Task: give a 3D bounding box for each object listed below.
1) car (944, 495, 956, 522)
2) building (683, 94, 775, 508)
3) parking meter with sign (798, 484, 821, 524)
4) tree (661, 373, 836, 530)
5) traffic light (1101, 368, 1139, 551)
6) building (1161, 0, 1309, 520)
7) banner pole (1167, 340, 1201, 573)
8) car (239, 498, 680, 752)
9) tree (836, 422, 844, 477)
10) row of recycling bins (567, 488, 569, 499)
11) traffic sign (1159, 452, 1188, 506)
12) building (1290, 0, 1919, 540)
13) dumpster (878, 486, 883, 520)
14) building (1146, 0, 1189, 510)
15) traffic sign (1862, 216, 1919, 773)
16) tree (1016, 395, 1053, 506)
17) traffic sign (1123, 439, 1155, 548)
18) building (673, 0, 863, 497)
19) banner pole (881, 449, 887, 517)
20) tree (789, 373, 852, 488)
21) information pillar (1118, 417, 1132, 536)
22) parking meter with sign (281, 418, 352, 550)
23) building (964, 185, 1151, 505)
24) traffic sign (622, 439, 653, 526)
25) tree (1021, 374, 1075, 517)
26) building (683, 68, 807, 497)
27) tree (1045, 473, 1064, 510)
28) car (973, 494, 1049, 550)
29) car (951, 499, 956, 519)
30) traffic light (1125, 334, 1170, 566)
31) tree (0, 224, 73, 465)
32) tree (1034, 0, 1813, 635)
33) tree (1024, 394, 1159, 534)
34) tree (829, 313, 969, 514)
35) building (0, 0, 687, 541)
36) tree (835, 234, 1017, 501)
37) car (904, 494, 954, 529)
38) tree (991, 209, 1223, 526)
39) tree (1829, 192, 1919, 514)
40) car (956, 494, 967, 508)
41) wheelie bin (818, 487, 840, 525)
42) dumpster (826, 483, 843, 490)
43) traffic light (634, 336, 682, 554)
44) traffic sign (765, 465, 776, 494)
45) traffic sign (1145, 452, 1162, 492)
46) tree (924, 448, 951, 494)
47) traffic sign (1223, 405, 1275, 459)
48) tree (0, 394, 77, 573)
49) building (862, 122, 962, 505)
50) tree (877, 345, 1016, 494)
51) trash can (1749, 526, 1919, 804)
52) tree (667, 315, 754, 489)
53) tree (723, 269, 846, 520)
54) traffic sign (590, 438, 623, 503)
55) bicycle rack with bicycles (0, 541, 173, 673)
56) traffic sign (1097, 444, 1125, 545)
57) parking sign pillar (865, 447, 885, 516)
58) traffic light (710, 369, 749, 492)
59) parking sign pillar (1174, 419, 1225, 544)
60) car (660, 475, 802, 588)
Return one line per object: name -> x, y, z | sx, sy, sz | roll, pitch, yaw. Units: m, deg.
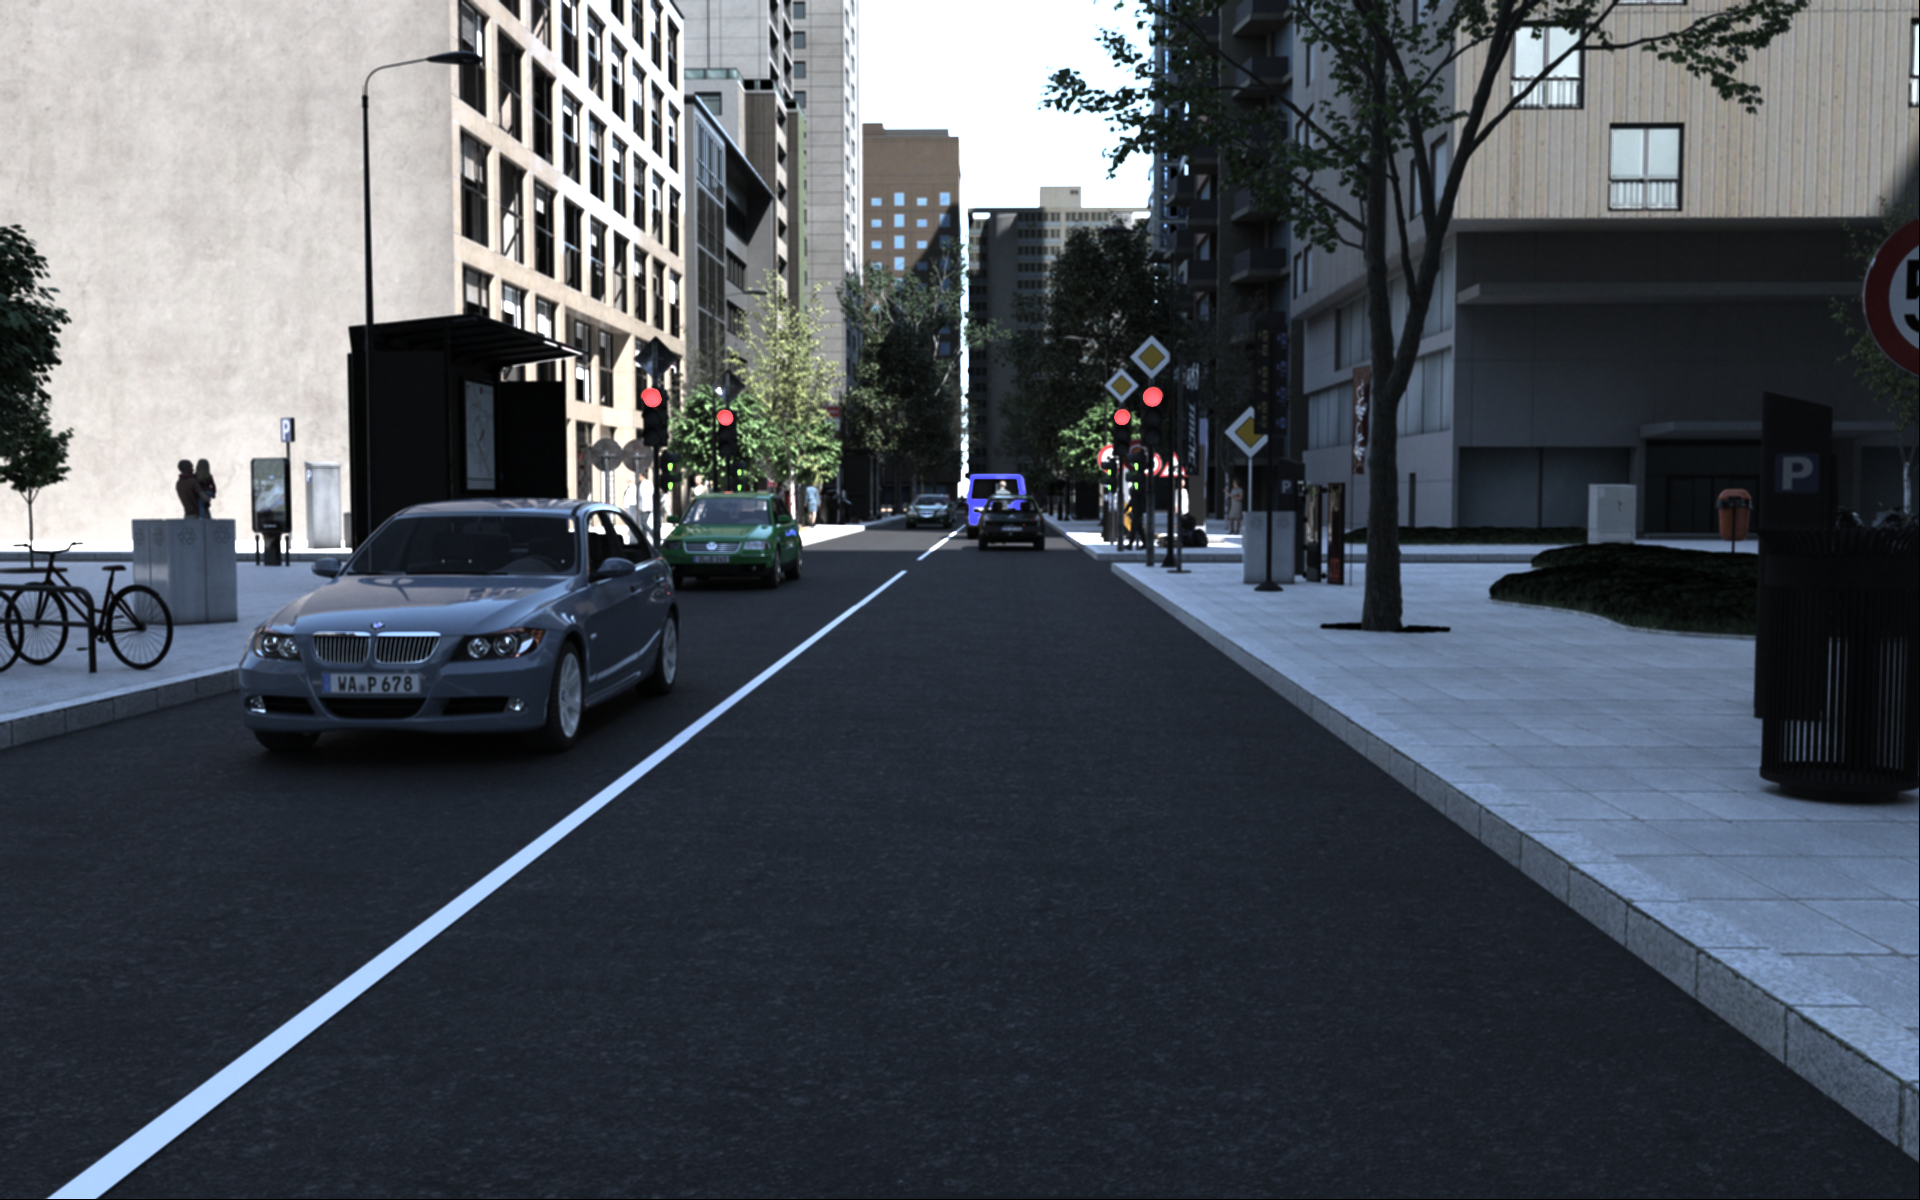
car -> -1.181, -4.559, 86.548 | 2.014, 1.417, 4.499 | 0, 4, 3
building -> -19.272, -16.970, 96.533 | 14.314, 24.678, 30.058 | 0, 4, 2
parking meter with sign -> -6.566, -4.781, 74.438 | 1.738, 3.016, 0.543 | -3, 5, -43
tree -> -6.399, -3.868, 46.962 | 4.285, 4.588, 4.351 | 0, 3, 0
traffic light -> 3.573, -3.041, 38.635 | 0.839, 4.253, 0.868 | 0, 4, 2
building -> 22.611, -26.813, 93.015 | 22.147, 44.769, 28.867 | 0, 4, 2
banner pole -> 3.726, -2.348, 28.409 | 0.401, 3.779, 0.863 | 3, 4, 38
car -> -2.981, 0.050, 11.191 | 2.014, 1.417, 4.499 | 0, 4, 2
tree -> -5.707, -4.846, 62.951 | 4.285, 4.588, 4.351 | 0, 3, 0
row of recycling bins -> -10.730, -1.983, 39.528 | 3.534, 1.692, 1.069 | -1, 4, -13
traffic sign -> 6.576, -3.262, 53.335 | 0.884, 2.594, 0.081 | 0, 4, 2
building -> 26.515, -28.694, 58.383 | 27.495, 52.752, 28.713 | 0, 4, 2
dumpster -> -4.569, -4.961, 86.871 | 1.264, 1.857, 1.865 | 0, 4, 2
building -> 26.509, -52.026, 163.303 | 22.319, 86.520, 31.000 | 0, 4, 2
traffic sign -> 4.451, -0.475, 7.876 | 0.768, 2.556, 0.104 | 0, 4, 3
tree -> 9.040, -17.094, 189.860 | 12.009, 13.543, 11.850 | 0, 3, 0
traffic sign -> 4.134, -2.456, 40.257 | 0.768, 2.556, 0.104 | 1, 4, 10
building -> -20.558, -44.789, 170.554 | 20.611, 71.187, 20.563 | 0, 4, 2
banner pole -> -4.206, -6.523, 96.669 | 0.401, 3.779, 0.863 | -2, 4, -27
tree -> -8.411, -9.212, 100.975 | 4.360, 8.622, 3.978 | 0, 3, 0
information pillar -> 5.023, -3.754, 52.735 | 0.504, 3.616, 0.183 | 3, 5, 45
parking meter with sign -> -14.798, -2.694, 40.304 | 1.738, 3.016, 0.543 | -3, 5, -44
building -> 12.687, -32.347, 220.758 | 23.993, 40.220, 32.217 | 0, 4, 2
traffic sign -> -7.507, -2.457, 40.274 | 0.768, 2.556, 0.104 | 0, 4, 8
tree -> 6.130, -9.647, 108.083 | 4.737, 8.622, 4.395 | 0, 3, 0
building -> -18.530, -21.384, 121.334 | 14.160, 30.474, 14.107 | 0, 4, 2
tree -> 7.718, -9.129, 143.867 | 1.663, 3.219, 1.824 | 0, 3, 0
car -> 1.342, -2.187, 45.537 | 2.009, 1.686, 4.222 | 0, 4, 1
car -> -1.178, -5.056, 95.249 | 1.945, 1.354, 3.894 | 0, 4, 3
traffic light -> 3.359, -2.552, 30.652 | 0.839, 4.253, 0.868 | 0, 4, 2
tree -> -10.711, -2.066, 17.491 | 4.285, 4.588, 4.351 | 0, 3, 0
tree -> 4.152, -5.522, 16.047 | 9.928, 11.665, 9.643 | 0, 3, 0
tree -> 4.920, -4.448, 56.435 | 4.285, 4.588, 4.351 | 0, 3, 0
tree -> -4.034, -11.800, 109.932 | 9.611, 12.733, 9.660 | 0, 3, 0
building -> -22.832, -15.855, 63.752 | 19.350, 26.468, 34.151 | 0, 4, 2
tree -> -1.988, -16.483, 125.385 | 12.611, 20.169, 13.585 | 0, 3, 0
car -> -1.285, -3.767, 73.391 | 2.131, 1.459, 4.920 | 0, 4, 2
tree -> 6.085, -9.376, 70.302 | 9.611, 12.733, 9.660 | 0, 3, 0
tree -> 23.220, -5.613, 42.136 | 4.737, 8.622, 4.395 | 0, 3, 0
car -> 0.641, -10.722, 185.086 | 2.009, 1.686, 4.222 | 0, 4, 2
wheelie bin -> -5.460, -3.955, 72.571 | 0.980, 1.594, 0.693 | -2, 4, -33
dumpster -> -6.148, -4.971, 87.031 | 1.264, 1.857, 1.865 | 0, 4, 1
traffic light -> -5.399, -2.566, 30.870 | 0.839, 4.253, 0.868 | 0, 4, 2
traffic sign -> -7.101, -4.050, 66.320 | 0.768, 2.556, 0.104 | 0, 4, 4
traffic sign -> 5.533, -3.104, 50.862 | 0.768, 2.556, 0.104 | 1, 4, 9
tree -> -2.680, -13.672, 173.899 | 4.737, 8.622, 4.395 | 0, 3, 0
traffic sign -> 4.324, -1.589, 25.709 | 0.795, 2.593, 0.064 | 1, 4, 9
tree -> -15.420, -2.068, 28.411 | 1.663, 3.219, 1.824 | 0, 3, 0
building -> -6.992, -34.359, 211.875 | 14.200, 45.320, 14.600 | 0, 4, 2
tree -> -3.122, -14.101, 140.919 | 12.009, 13.543, 11.850 | 0, 3, 0
trash can -> 3.751, 0.262, 7.366 | 0.748, 1.137, 0.748 | 0, 3, 0
tree -> -10.566, -7.433, 71.899 | 4.360, 8.622, 3.978 | 0, 3, 0
tree -> -5.540, -6.472, 56.186 | 4.737, 8.622, 4.395 | 0, 3, 0
traffic sign -> -8.076, -2.414, 39.576 | 0.768, 2.556, 0.104 | 0, 4, 5
bicycle rack with bicycles -> -7.494, 0.073, 12.193 | 2.925, 0.926, 2.852 | 2, 4, 26
traffic sign -> 3.866, -2.682, 43.952 | 0.768, 2.556, 0.104 | 0, 4, 2
parking sign pillar -> -5.088, -6.857, 100.586 | 1.447, 3.967, 1.447 | 1, 4, 20
traffic light -> -5.186, -3.054, 38.852 | 0.839, 4.253, 0.868 | 0, 4, 2
parking sign pillar -> 6.175, -3.459, 45.032 | 1.447, 3.967, 1.447 | 1, 4, 10
car -> -3.608, -1.161, 27.774 | 1.959, 1.807, 4.718 | 0, 4, 1
